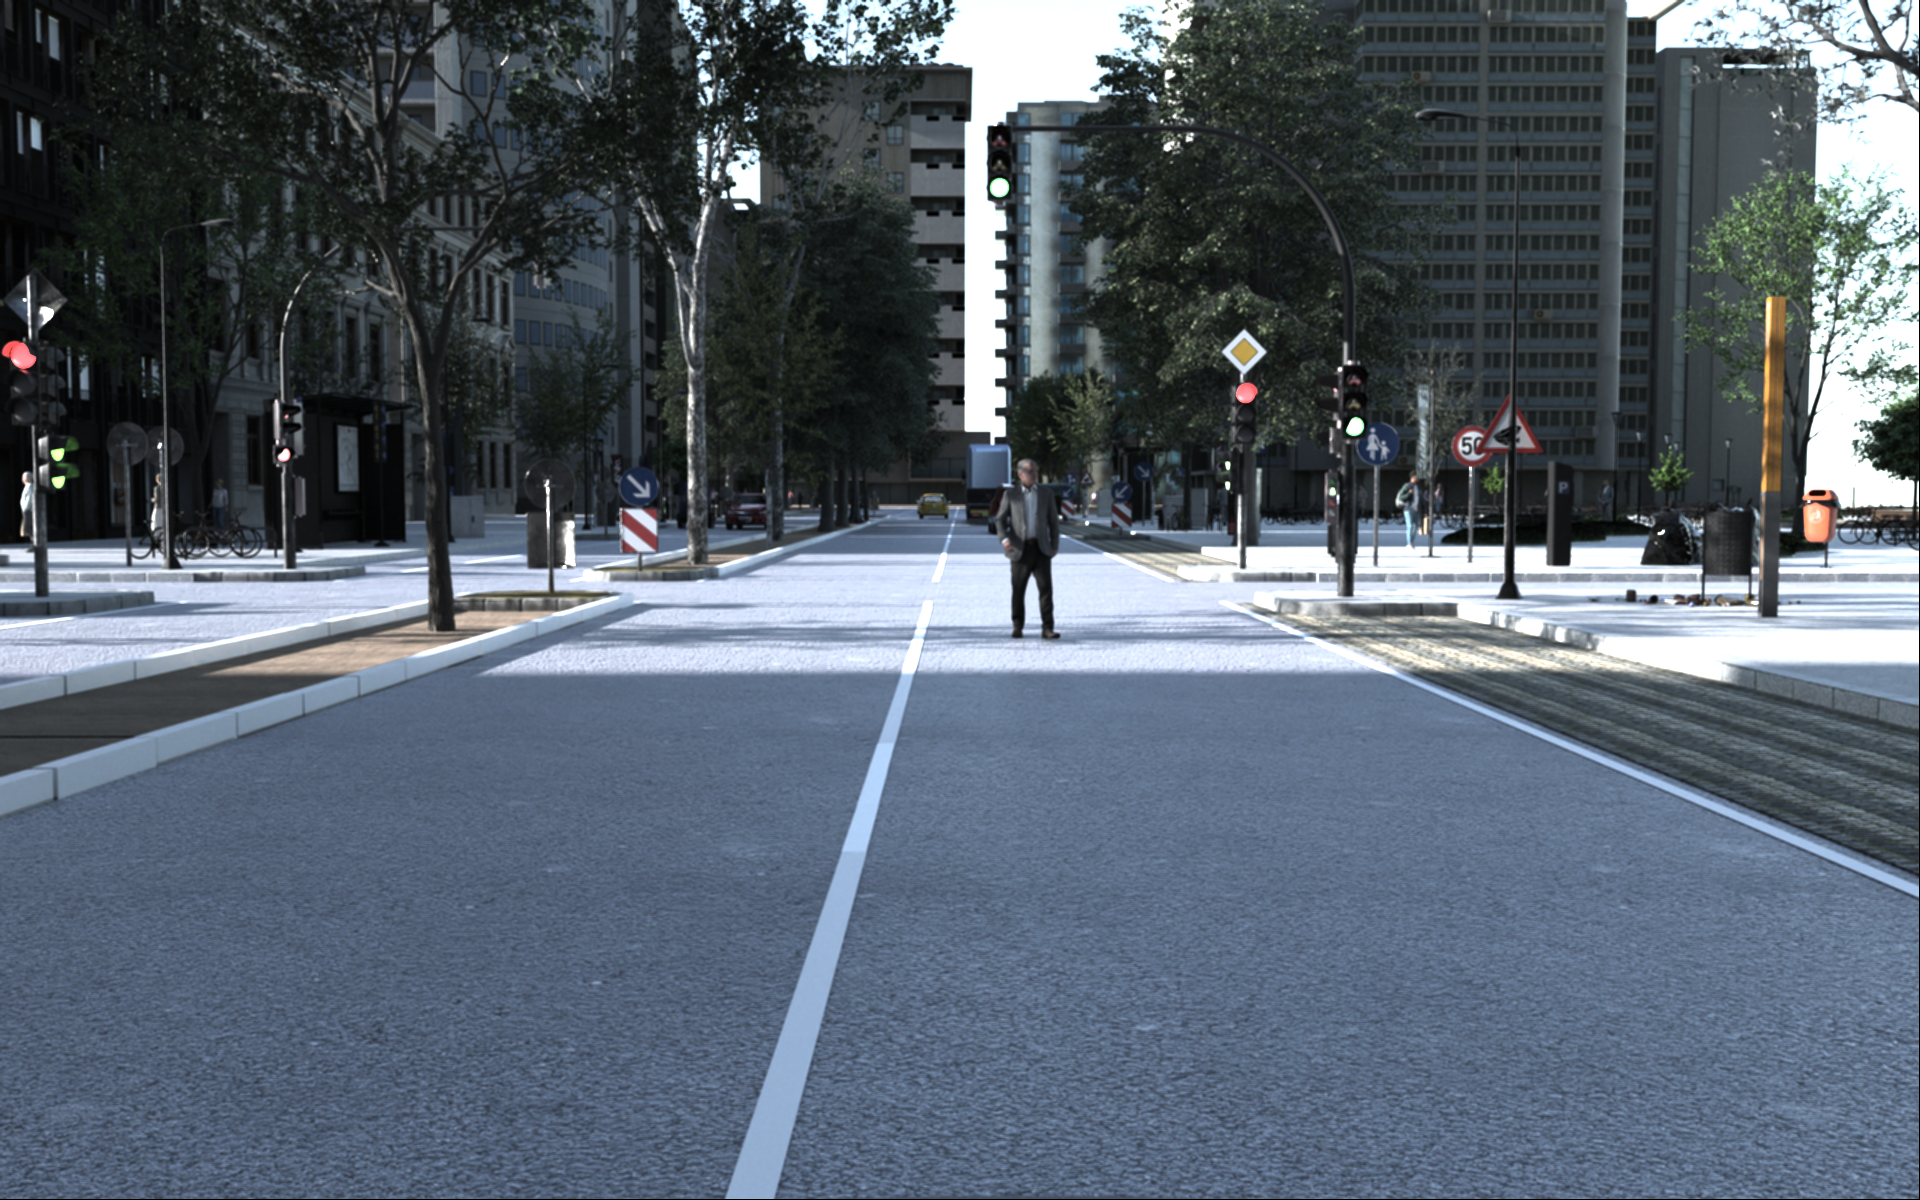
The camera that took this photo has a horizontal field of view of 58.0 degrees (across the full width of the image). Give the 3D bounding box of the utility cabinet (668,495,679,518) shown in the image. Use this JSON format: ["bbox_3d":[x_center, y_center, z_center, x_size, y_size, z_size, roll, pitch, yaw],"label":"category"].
[{"bbox_3d":[-15.301,-5.024,93.308,1.020,1.237,0.306,3,5,44],"label":"utility cabinet"}]

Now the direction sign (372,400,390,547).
[{"bbox_3d":[-14.152,-3.076,42.291,0.379,3.537,0.876,0,4,0],"label":"direction sign"}]

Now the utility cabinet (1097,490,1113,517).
[{"bbox_3d":[8.183,-5.329,95.815,1.173,1.500,0.318,-1,4,-17],"label":"utility cabinet"}]

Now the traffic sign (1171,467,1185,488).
[{"bbox_3d":[10.323,-4.995,81.769,0.768,2.556,0.104,0,4,2],"label":"traffic sign"}]

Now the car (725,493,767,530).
[{"bbox_3d":[-8.474,-3.786,70.934,2.155,1.783,4.494,0,4,1],"label":"car"}]

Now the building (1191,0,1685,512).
[{"bbox_3d":[33.859,-26.796,130.000,32.217,40.220,23.993,0,3,0],"label":"building"}]

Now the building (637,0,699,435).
[{"bbox_3d":[-36.004,-32.712,158.536,21.600,48.544,21.300,0,3,0],"label":"building"}]

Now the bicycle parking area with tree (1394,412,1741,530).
[{"bbox_3d":[22.014,-4.656,63.135,9.016,4.147,8.231,-1,4,-13],"label":"bicycle parking area with tree"}]

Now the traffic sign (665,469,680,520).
[{"bbox_3d":[-14.363,-5.280,86.431,0.768,2.556,0.104,0,4,2],"label":"traffic sign"}]

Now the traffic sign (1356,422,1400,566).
[{"bbox_3d":[7.405,-1.877,30.790,0.768,2.556,0.104,0,4,1],"label":"traffic sign"}]

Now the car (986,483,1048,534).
[{"bbox_3d":[2.101,-3.355,63.525,2.281,1.827,5.304,0,4,-1],"label":"car"}]

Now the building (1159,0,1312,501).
[{"bbox_3d":[32.841,-34.622,155.316,28.713,52.752,27.495,0,3,0],"label":"building"}]

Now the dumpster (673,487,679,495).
[{"bbox_3d":[-15.117,-5.674,95.263,1.502,2.255,1.985,0,4,0],"label":"dumpster"}]

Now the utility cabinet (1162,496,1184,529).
[{"bbox_3d":[7.944,-3.198,63.445,1.020,1.237,0.306,-1,4,-13],"label":"utility cabinet"}]

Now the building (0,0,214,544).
[{"bbox_3d":[-30.341,-13.326,47.562,12.332,23.373,15.834,0,3,0],"label":"building"}]

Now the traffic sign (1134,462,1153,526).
[{"bbox_3d":[7.283,-4.194,68.683,0.768,2.556,0.104,1,4,9],"label":"traffic sign"}]

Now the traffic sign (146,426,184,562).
[{"bbox_3d":[-14.975,-1.986,32.571,0.768,2.556,0.104,0,4,2],"label":"traffic sign"}]

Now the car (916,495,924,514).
[{"bbox_3d":[-2.126,-6.857,124.471,2.083,1.381,4.827,0,4,-1],"label":"car"}]

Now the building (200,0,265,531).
[{"bbox_3d":[-30.449,-14.122,67.046,11.583,22.565,21.152,0,3,0],"label":"building"}]

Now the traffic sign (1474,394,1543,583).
[{"bbox_3d":[7.141,-1.382,22.597,0.884,2.594,0.081,0,4,3],"label":"traffic sign"}]

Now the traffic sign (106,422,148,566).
[{"bbox_3d":[-14.759,-1.871,30.697,0.768,2.556,0.104,0,4,5],"label":"traffic sign"}]

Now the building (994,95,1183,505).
[{"bbox_3d":[19.352,-36.140,210.501,30.456,49.044,23.786,0,3,0],"label":"building"}]

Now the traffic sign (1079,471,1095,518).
[{"bbox_3d":[6.930,-5.789,94.649,0.884,2.594,0.081,0,4,1],"label":"traffic sign"}]

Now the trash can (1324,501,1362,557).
[{"bbox_3d":[7.778,-1.440,35.194,0.748,1.137,0.748,0,3,0],"label":"trash can"}]

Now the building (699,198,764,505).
[{"bbox_3d":[-35.880,-31.957,214.381,23.993,40.220,32.217,0,3,0],"label":"building"}]

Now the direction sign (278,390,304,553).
[{"bbox_3d":[-14.669,-2.816,38.034,0.379,3.537,0.876,1,4,13],"label":"direction sign"}]

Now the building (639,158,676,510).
[{"bbox_3d":[-31.115,-22.515,139.823,14.160,30.474,14.107,0,3,0],"label":"building"}]

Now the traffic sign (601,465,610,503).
[{"bbox_3d":[-15.591,-4.601,75.327,0.768,2.556,0.104,0,4,1],"label":"traffic sign"}]

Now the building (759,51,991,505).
[{"bbox_3d":[-10.081,-38.149,212.966,27.495,52.752,28.713,0,3,0],"label":"building"}]

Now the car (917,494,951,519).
[{"bbox_3d":[-1.533,-5.602,101.821,2.015,1.641,3.980,0,4,0],"label":"car"}]

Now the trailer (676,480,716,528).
[{"bbox_3d":[-11.089,-3.977,72.065,1.471,1.999,3.904,0,4,0],"label":"trailer"}]

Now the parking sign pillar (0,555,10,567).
[{"bbox_3d":[-17.696,-2.579,30.635,1.447,3.967,1.447,1,4,13],"label":"parking sign pillar"}]

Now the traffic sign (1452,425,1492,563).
[{"bbox_3d":[9.494,-1.960,32.157,0.768,2.556,0.104,0,4,2],"label":"traffic sign"}]

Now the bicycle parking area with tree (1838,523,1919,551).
[{"bbox_3d":[25.470,-3.261,40.325,9.016,4.147,8.231,2,4,28],"label":"bicycle parking area with tree"}]

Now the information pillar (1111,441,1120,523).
[{"bbox_3d":[6.931,-5.233,76.908,0.183,3.616,0.504,-1,4,-22],"label":"information pillar"}]

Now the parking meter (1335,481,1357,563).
[{"bbox_3d":[7.176,-1.456,32.212,0.372,1.533,0.369,0,3,0],"label":"parking meter"}]

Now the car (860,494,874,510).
[{"bbox_3d":[-8.419,-8.928,155.765,2.009,1.686,4.222,0,4,0],"label":"car"}]

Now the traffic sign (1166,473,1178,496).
[{"bbox_3d":[10.114,-4.919,82.559,0.606,2.300,0.079,0,4,8],"label":"traffic sign"}]

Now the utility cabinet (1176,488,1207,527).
[{"bbox_3d":[8.916,-3.549,66.709,1.173,1.500,0.318,1,4,20],"label":"utility cabinet"}]

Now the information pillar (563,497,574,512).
[{"bbox_3d":[-15.459,-3.905,68.331,0.304,2.012,0.304,3,5,39],"label":"information pillar"}]

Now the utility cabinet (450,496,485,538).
[{"bbox_3d":[-14.379,-2.398,50.363,1.020,1.237,0.306,-2,4,-27],"label":"utility cabinet"}]

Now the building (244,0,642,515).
[{"bbox_3d":[-35.013,-35.220,117.852,21.231,58.520,28.212,0,3,0],"label":"building"}]

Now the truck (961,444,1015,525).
[{"bbox_3d":[1.578,-6.013,88.068,2.967,4.110,18.799,0,3,0],"label":"truck"}]

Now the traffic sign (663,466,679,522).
[{"bbox_3d":[-13.277,-4.853,79.357,0.884,2.594,0.081,0,4,8],"label":"traffic sign"}]

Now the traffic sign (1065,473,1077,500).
[{"bbox_3d":[6.675,-6.374,104.316,0.768,2.556,0.104,1,4,8],"label":"traffic sign"}]

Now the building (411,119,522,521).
[{"bbox_3d":[-30.399,-15.444,88.667,11.583,22.565,21.152,0,3,0],"label":"building"}]

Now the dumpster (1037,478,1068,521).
[{"bbox_3d":[4.697,-5.258,90.923,1.985,2.255,1.502,0,4,1],"label":"dumpster"}]

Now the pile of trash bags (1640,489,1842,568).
[{"bbox_3d":[13.900,-1.291,30.860,1.912,1.369,3.447,-3,5,-41],"label":"pile of trash bags"}]

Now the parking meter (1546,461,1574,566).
[{"bbox_3d":[10.690,-1.537,30.848,0.399,1.863,0.255,0,4,-6],"label":"parking meter"}]

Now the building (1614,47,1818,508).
[{"bbox_3d":[69.732,-29.281,162.346,14.086,41.232,14.154,0,3,0],"label":"building"}]
